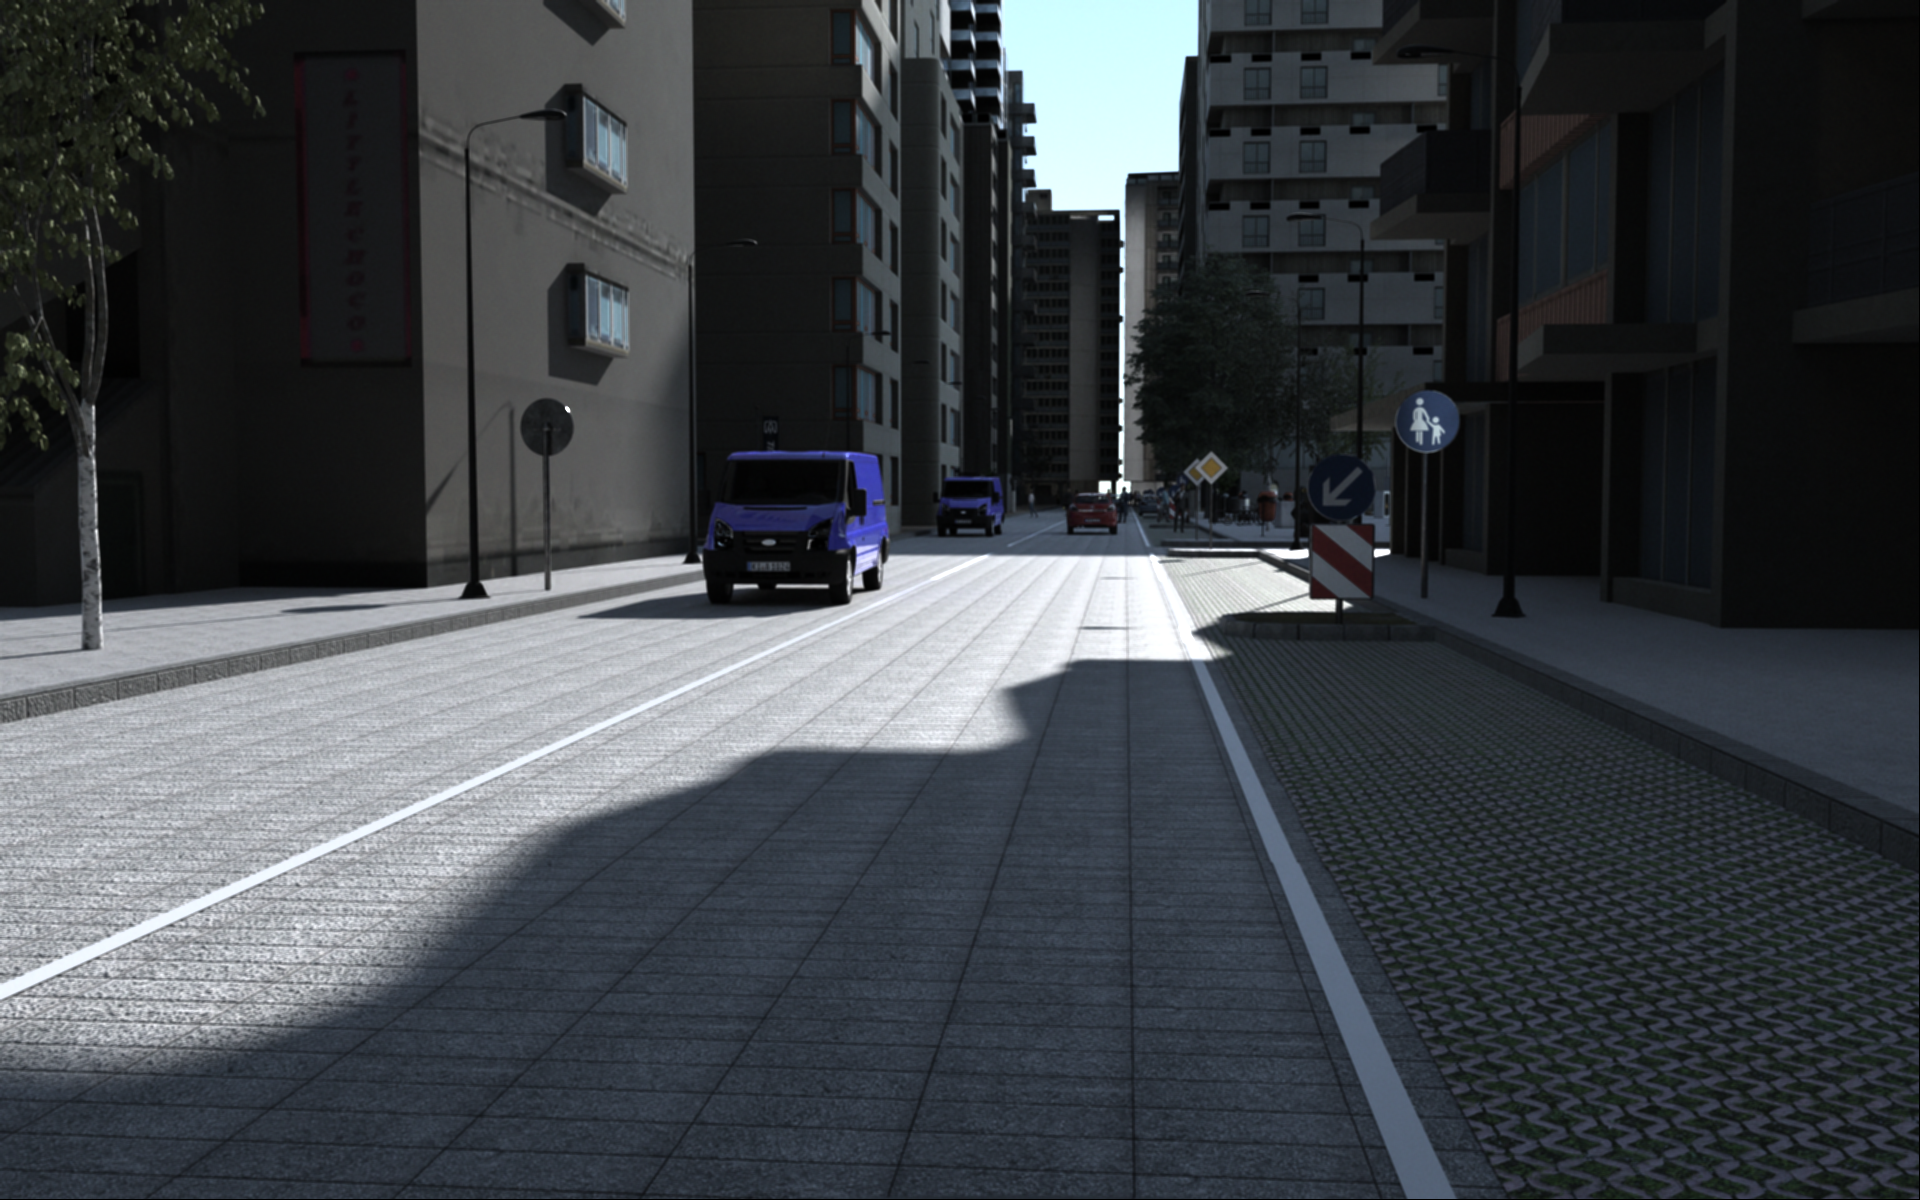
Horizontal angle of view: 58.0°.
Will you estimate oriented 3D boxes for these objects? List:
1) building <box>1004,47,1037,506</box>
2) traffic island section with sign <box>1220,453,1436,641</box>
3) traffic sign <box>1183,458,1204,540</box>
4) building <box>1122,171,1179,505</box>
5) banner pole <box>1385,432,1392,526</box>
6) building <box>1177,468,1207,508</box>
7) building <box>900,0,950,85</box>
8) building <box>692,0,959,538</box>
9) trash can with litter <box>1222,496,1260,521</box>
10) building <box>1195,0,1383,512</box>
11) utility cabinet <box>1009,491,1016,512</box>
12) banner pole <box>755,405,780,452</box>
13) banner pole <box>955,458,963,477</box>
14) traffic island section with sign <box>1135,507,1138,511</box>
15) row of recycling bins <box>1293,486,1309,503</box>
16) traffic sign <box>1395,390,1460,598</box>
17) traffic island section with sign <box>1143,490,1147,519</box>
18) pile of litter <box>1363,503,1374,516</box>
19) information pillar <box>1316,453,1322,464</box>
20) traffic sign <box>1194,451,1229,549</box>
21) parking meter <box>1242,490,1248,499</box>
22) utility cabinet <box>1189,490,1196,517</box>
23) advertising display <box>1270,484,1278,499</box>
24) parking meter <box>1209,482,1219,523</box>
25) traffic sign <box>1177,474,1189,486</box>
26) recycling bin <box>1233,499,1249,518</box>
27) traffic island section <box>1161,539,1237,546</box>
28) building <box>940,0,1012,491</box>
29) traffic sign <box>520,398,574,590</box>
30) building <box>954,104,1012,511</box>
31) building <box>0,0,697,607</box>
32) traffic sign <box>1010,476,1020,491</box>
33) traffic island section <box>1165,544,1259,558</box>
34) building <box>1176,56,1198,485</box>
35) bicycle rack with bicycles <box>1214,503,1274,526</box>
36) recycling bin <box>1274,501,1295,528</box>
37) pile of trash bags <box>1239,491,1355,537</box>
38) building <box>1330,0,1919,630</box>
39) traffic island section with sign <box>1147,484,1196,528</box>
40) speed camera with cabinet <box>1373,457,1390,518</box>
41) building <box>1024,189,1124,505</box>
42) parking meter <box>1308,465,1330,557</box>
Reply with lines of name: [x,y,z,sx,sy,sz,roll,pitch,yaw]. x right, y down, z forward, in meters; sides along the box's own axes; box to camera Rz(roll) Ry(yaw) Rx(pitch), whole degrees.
building: [-7.165,-34.740,187.607,30.456,49.044,23.786,0,4,5]
traffic island section with sign: [3.703,-0.558,17.747,1.989,1.847,2.006,0,4,5]
traffic sign: [6.576,-2.719,48.091,0.795,2.450,0.064,0,4,5]
building: [27.131,-32.387,213.119,14.086,41.232,14.154,0,4,5]
banner pole: [17.476,-4.897,70.077,0.401,3.779,0.863,0,4,5]
building: [31.270,-44.286,162.323,20.563,71.187,20.611,0,4,5]
building: [-14.996,-31.559,105.221,28.713,52.752,27.495,0,4,5]
building: [-15.164,-13.439,64.770,27.650,21.520,28.899,0,4,5]
trash can with litter: [13.558,-4.408,83.122,2.233,1.210,1.678,0,4,-4]
building: [32.904,-33.573,138.162,28.713,52.752,27.495,0,4,5]
utility cabinet: [3.596,-6.772,119.393,0.318,1.500,1.173,1,4,11]
banner pole: [-5.489,-3.600,48.878,0.863,3.779,0.401,-1,4,-19]
banner pole: [-0.076,-8.045,121.560,0.863,3.779,0.401,0,4,7]
traffic island section with sign: [16.293,-8.614,149.460,1.989,1.847,2.006,0,4,5]
row of recycling bins: [19.243,-5.112,90.692,3.534,1.692,1.069,1,4,16]
traffic sign: [5.727,-1.295,21.284,0.768,2.556,0.104,1,4,12]
traffic island section with sign: [11.603,-5.611,100.369,1.989,1.847,2.006,0,4,5]
pile of litter: [24.574,-5.465,103.311,1.719,0.858,1.176,-3,4,-39]
information pillar: [20.546,-6.589,99.091,0.183,3.616,0.504,-3,4,-37]
traffic sign: [5.817,-2.232,40.142,0.795,2.450,0.064,0,4,5]
parking meter: [18.050,-6.192,109.654,0.372,1.533,0.369,0,3,0]
utility cabinet: [12.699,-5.271,94.864,0.318,1.500,1.173,0,4,4]
advertising display: [20.386,-6.572,112.670,0.123,1.923,0.974,3,5,40]
parking meter: [11.238,-4.335,76.591,0.399,1.863,0.255,3,5,45]
traffic sign: [14.443,-6.866,112.371,0.768,2.556,0.104,1,4,9]
recycling bin: [15.022,-4.895,92.595,0.722,1.027,0.722,2,4,28]
traffic island section: [6.601,-1.583,48.166,2.009,0.180,2.903,0,4,5]
building: [-6.126,-51.444,153.789,22.319,86.520,31.000,0,4,5]
traffic sign: [-5.508,-1.405,23.071,0.768,2.556,0.104,1,4,13]
building: [-3.511,-22.034,131.962,14.160,30.474,14.107,0,4,5]
building: [-17.306,-24.695,27.462,21.600,48.544,21.300,0,4,5]
traffic sign: [3.821,-7.374,120.664,0.768,2.556,0.104,1,4,13]
traffic island section: [5.841,-1.097,40.217,2.009,0.180,2.903,0,4,5]
building: [34.166,-34.263,183.900,21.300,48.544,21.600,0,4,5]
bicycle rack with bicycles: [11.931,-3.549,71.403,2.925,0.926,2.852,-2,4,-24]
recycling bin: [12.295,-3.223,65.252,0.722,1.027,0.722,-1,4,-11]
pile of trash bags: [10.401,-2.569,51.762,3.447,1.369,1.912,3,5,41]
building: [17.637,-22.503,22.553,22.147,44.769,28.867,0,4,5]
traffic island section with sign: [8.950,-3.916,72.653,1.989,1.847,2.006,0,4,5]
speed camera with cabinet: [22.789,-6.012,92.627,0.660,3.252,2.038,2,4,35]
building: [9.000,-32.519,223.568,23.993,40.220,32.217,0,4,5]
parking meter: [7.328,-1.808,35.276,0.399,1.863,0.255,-1,4,-19]
